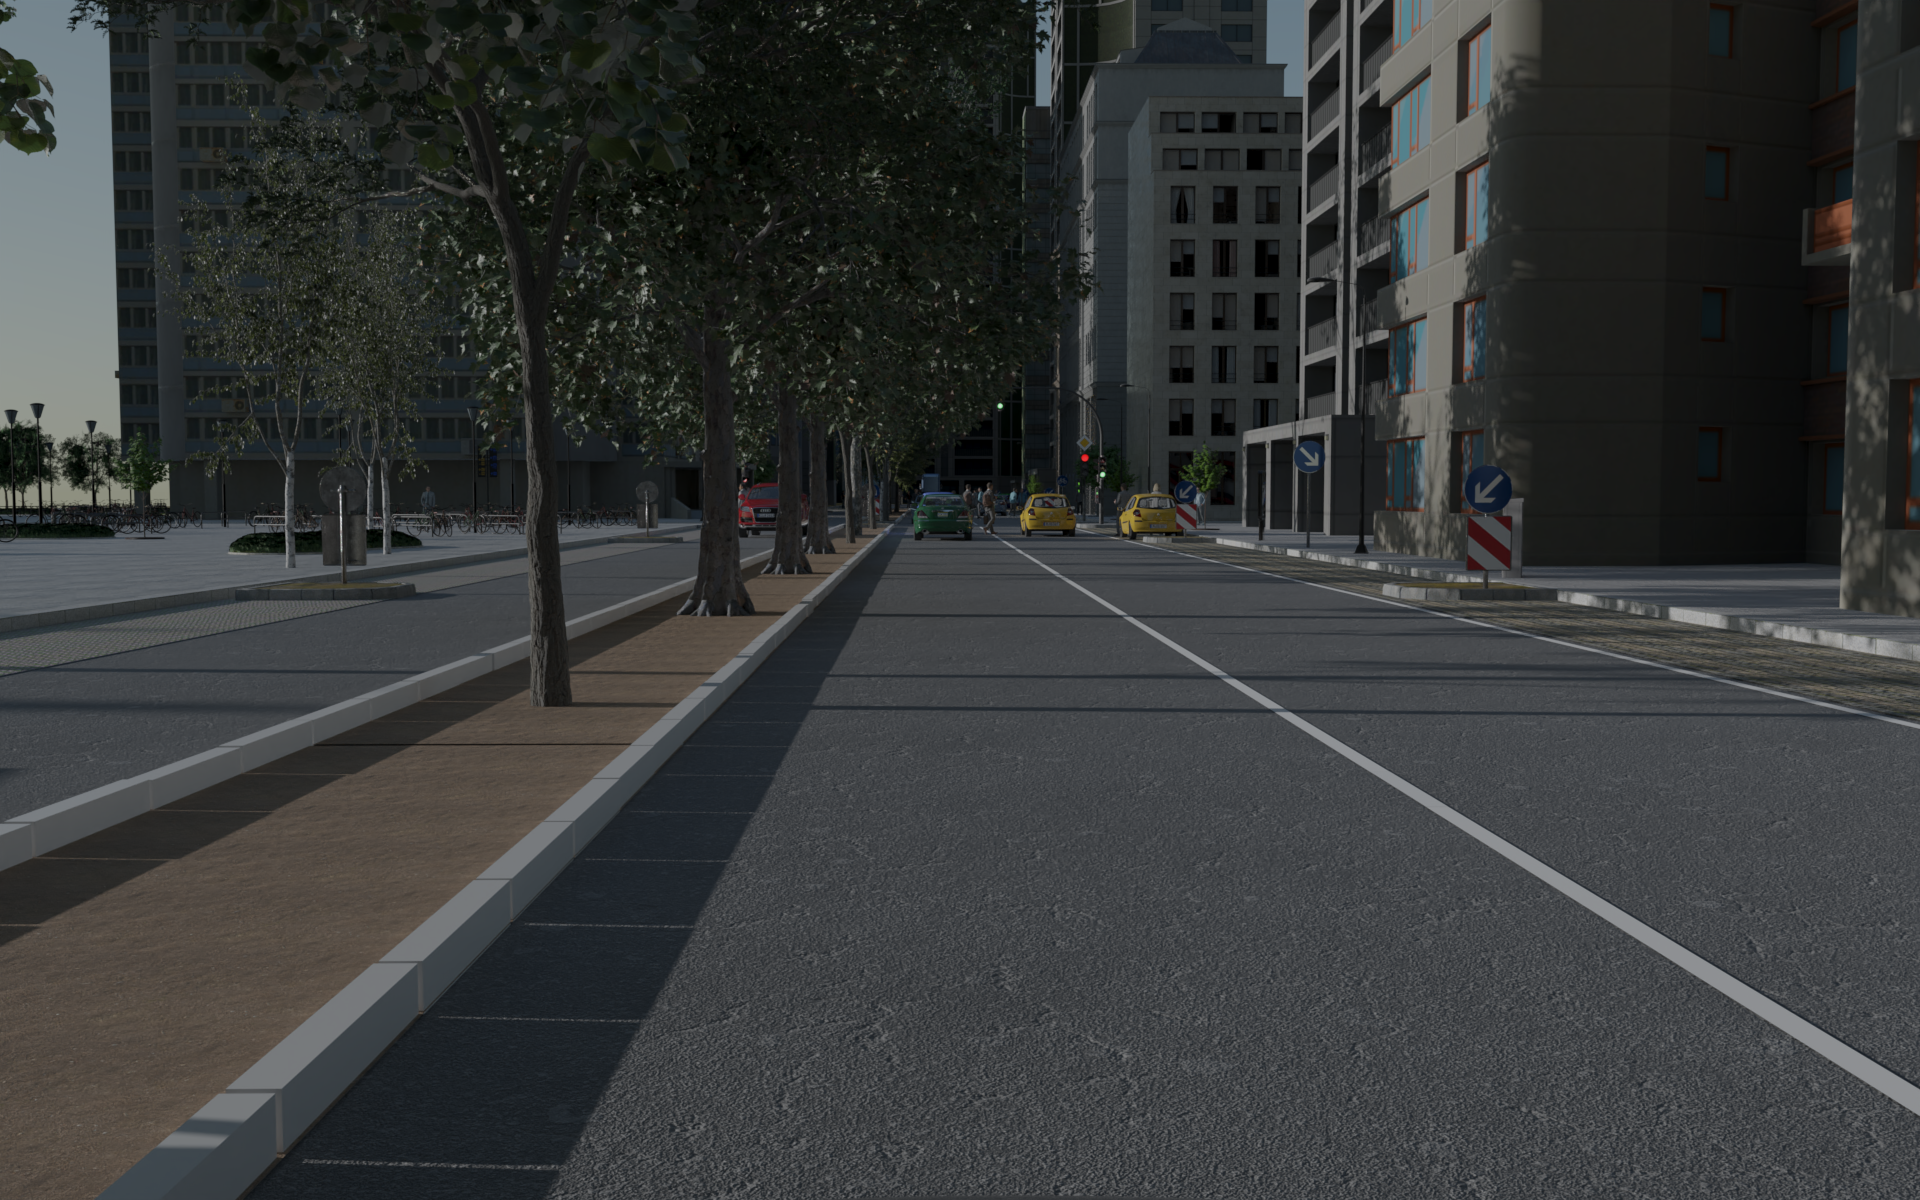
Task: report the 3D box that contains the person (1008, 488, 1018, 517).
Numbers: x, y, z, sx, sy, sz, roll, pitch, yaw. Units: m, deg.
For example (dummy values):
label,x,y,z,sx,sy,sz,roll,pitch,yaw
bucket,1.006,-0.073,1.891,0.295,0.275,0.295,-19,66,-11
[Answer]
label,x,y,z,sx,sy,sz,roll,pitch,yaw
person,3.291,-6.102,108.288,0.620,1.820,0.660,-3,4,-38

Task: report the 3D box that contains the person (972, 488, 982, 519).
label,x,y,z,sx,sy,sz,roll,pitch,yaw
person,0.875,-5.625,100.741,0.850,1.792,0.678,0,4,2

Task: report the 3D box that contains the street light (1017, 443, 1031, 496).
label,x,y,z,sx,sy,sz,roll,pitch,yaw
street light,5.848,-11.242,156.344,1.470,5.913,1.316,0,4,-1

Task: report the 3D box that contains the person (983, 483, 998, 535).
label,x,y,z,sx,sy,sz,roll,pitch,yaw
person,1.027,-3.213,61.002,0.822,1.834,0.622,-3,5,-41

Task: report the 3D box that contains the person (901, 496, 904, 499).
label,x,y,z,sx,sy,sz,roll,pitch,yaw
person,-6.650,-10.977,188.066,0.705,1.812,1.348,3,5,41

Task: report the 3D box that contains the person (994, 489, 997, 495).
label,x,y,z,sx,sy,sz,roll,pitch,yaw
person,2.583,-6.969,122.988,0.362,1.759,0.519,0,4,8

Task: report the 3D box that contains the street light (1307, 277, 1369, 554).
label,x,y,z,sx,sy,sz,roll,pitch,yaw
street light,8.121,-3.954,37.192,1.470,5.913,1.316,0,4,-1

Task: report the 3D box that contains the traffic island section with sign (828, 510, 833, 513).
label,x,y,z,sx,sy,sz,roll,pitch,yaw
traffic island section with sign,-10.831,-7.641,133.555,1.989,1.847,2.006,0,4,-1

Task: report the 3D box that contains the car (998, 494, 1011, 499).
label,x,y,z,sx,sy,sz,roll,pitch,yaw
car,4.158,-9.333,161.390,1.959,1.807,4.718,0,4,-3

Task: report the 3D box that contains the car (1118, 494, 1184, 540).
label,x,y,z,sx,sy,sz,roll,pitch,yaw
car,6.128,-2.779,55.668,2.015,1.641,3.980,0,4,-1

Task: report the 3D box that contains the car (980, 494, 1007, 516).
label,x,y,z,sx,sy,sz,roll,pitch,yaw
car,2.137,-6.237,113.978,2.014,1.417,4.499,0,4,-1

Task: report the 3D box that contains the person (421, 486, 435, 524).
label,x,y,z,sx,sy,sz,roll,pitch,yaw
person,-24.067,-4.265,78.334,0.635,1.810,0.391,-1,4,-14

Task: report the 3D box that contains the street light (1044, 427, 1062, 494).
label,x,y,z,sx,sy,sz,roll,pitch,yaw
street light,6.509,-9.034,120.243,1.470,5.913,1.316,0,4,-1

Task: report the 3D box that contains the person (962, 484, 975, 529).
label,x,y,z,sx,sy,sz,roll,pitch,yaw
person,0.334,-3.766,70.042,0.622,1.834,0.822,2,4,30

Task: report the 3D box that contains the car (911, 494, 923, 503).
label,x,y,z,sx,sy,sz,roll,pitch,yaw
car,-1.818,-5.516,101.992,2.131,1.459,4.920,0,4,0

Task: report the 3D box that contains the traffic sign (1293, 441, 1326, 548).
label,x,y,z,sx,sy,sz,roll,pitch,yaw
traffic sign,8.351,-2.530,41.469,0.768,2.556,0.104,0,4,6

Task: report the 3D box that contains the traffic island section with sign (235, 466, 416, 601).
label,x,y,z,sx,sy,sz,roll,pitch,yaw
traffic island section with sign,-8.721,-0.946,24.102,1.989,1.847,2.006,0,4,-1

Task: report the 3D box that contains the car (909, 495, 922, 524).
label,x,y,z,sx,sy,sz,roll,pitch,yaw
car,-1.495,-4.422,84.297,2.014,1.417,4.499,0,4,-1

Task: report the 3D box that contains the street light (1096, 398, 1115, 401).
label,x,y,z,sx,sy,sz,roll,pitch,yaw
street light,7.264,-6.800,83.729,1.470,5.913,1.316,0,4,-1

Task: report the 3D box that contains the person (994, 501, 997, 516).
label,x,y,z,sx,sy,sz,roll,pitch,yaw
person,2.152,-5.966,110.296,0.306,1.304,0.590,3,5,43

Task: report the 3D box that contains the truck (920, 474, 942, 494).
label,x,y,z,sx,sy,sz,roll,pitch,yaw
truck,-3.751,-14.291,223.423,2.967,4.110,18.799,0,4,-1

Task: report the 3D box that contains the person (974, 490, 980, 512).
label,x,y,z,sx,sy,sz,roll,pitch,yaw
person,1.459,-8.166,142.029,0.620,1.820,0.660,-2,4,-26

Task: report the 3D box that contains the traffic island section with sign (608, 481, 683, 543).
label,x,y,z,sx,sy,sz,roll,pitch,yaw
traffic island section with sign,-9.236,-2.598,51.108,1.989,1.847,2.006,0,4,-1

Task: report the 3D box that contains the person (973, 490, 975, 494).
label,x,y,z,sx,sy,sz,roll,pitch,yaw
person,1.402,-8.814,152.804,0.606,1.804,0.583,-3,5,-43

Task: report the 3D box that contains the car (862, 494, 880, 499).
label,x,y,z,sx,sy,sz,roll,pitch,yaw
car,-9.155,-10.286,176.854,2.281,1.827,5.304,0,4,-2

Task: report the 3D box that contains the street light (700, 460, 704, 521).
label,x,y,z,sx,sy,sz,roll,pitch,yaw
street light,-11.531,-6.648,81.230,1.470,5.913,1.316,0,4,-1

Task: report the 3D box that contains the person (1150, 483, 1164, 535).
label,x,y,z,sx,sy,sz,roll,pitch,yaw
person,6.717,-3.117,59.644,0.709,1.800,0.728,3,5,39

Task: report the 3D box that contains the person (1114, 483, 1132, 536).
label,x,y,z,sx,sy,sz,roll,pitch,yaw
person,5.525,-3.080,59.065,0.606,1.804,0.583,-2,4,-32

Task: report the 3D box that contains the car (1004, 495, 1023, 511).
label,x,y,z,sx,sy,sz,roll,pitch,yaw
car,4.420,-8.096,144.955,1.945,1.354,3.894,0,4,-2

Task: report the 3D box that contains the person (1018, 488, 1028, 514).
label,x,y,z,sx,sy,sz,roll,pitch,yaw
person,3.813,-5.900,105.302,0.601,1.785,0.444,2,4,28

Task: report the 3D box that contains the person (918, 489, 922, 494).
label,x,y,z,sx,sy,sz,roll,pitch,yaw
person,-2.914,-7.088,124.575,0.419,1.800,0.721,3,5,39

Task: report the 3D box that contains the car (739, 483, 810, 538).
label,x,y,z,sx,sy,sz,roll,pitch,yaw
car,-6.253,-3.053,58.583,2.281,1.827,5.304,0,4,1

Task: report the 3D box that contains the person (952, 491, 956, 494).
label,x,y,z,sx,sy,sz,roll,pitch,yaw
person,-0.322,-4.910,90.592,0.330,1.601,0.589,2,4,27

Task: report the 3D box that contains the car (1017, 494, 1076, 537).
label,x,y,z,sx,sy,sz,roll,pitch,yaw
car,2.991,-3.011,59.450,2.015,1.641,3.980,0,4,-1

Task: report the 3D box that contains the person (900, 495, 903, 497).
label,x,y,z,sx,sy,sz,roll,pitch,yaw
person,-7.786,-13.219,225.572,0.756,1.711,0.436,2,4,29

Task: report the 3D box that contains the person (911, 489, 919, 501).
label,x,y,z,sx,sy,sz,roll,pitch,yaw
person,-2.981,-6.491,115.041,0.534,1.772,0.576,2,4,25

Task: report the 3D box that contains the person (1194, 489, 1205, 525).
label,x,y,z,sx,sy,sz,roll,pitch,yaw
person,9.899,-3.899,71.609,0.330,1.601,0.589,-3,4,-37

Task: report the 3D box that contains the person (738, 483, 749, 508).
label,x,y,z,sx,sy,sz,roll,pitch,yaw
person,-8.246,-3.557,66.503,0.795,1.843,0.661,2,4,33

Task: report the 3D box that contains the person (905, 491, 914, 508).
label,x,y,z,sx,sy,sz,roll,pitch,yaw
person,-4.707,-9.268,160.848,0.721,1.723,1.217,3,4,38

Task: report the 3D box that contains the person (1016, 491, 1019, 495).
label,x,y,z,sx,sy,sz,roll,pitch,yaw
person,6.696,-12.192,205.822,0.568,1.767,0.683,-1,4,-14

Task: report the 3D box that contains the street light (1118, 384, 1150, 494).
label,x,y,z,sx,sy,sz,roll,pitch,yaw
street light,7.467,-6.162,73.292,1.470,5.913,1.316,0,4,-1

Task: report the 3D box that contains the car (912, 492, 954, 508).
label,x,y,z,sx,sy,sz,roll,pitch,yaw
car,-0.777,-3.251,62.738,1.945,1.707,3.694,0,4,-3

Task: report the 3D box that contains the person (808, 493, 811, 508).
label,x,y,z,sx,sy,sz,roll,pitch,yaw
person,-10.493,-6.723,121.019,0.523,1.515,0.503,2,4,31

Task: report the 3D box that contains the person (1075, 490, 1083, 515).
label,x,y,z,sx,sy,sz,roll,pitch,yaw
person,7.316,-6.050,105.353,0.661,1.777,0.834,0,4,-6

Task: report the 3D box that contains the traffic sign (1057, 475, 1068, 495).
label,x,y,z,sx,sy,sz,roll,pitch,yaw
traffic sign,6.889,-7.121,116.538,0.768,2.556,0.104,0,4,1

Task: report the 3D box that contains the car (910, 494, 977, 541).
label,x,y,z,sx,sy,sz,roll,pitch,yaw
car,-0.524,-2.634,54.869,2.131,1.459,4.920,0,3,0

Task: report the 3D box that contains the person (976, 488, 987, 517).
label,x,y,z,sx,sy,sz,roll,pitch,yaw
person,1.347,-6.103,108.154,0.748,1.841,0.638,3,4,38

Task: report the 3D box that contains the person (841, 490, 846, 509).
label,x,y,z,sx,sy,sz,roll,pitch,yaw
person,-11.388,-9.848,169.525,0.705,1.822,1.348,-2,4,-26
